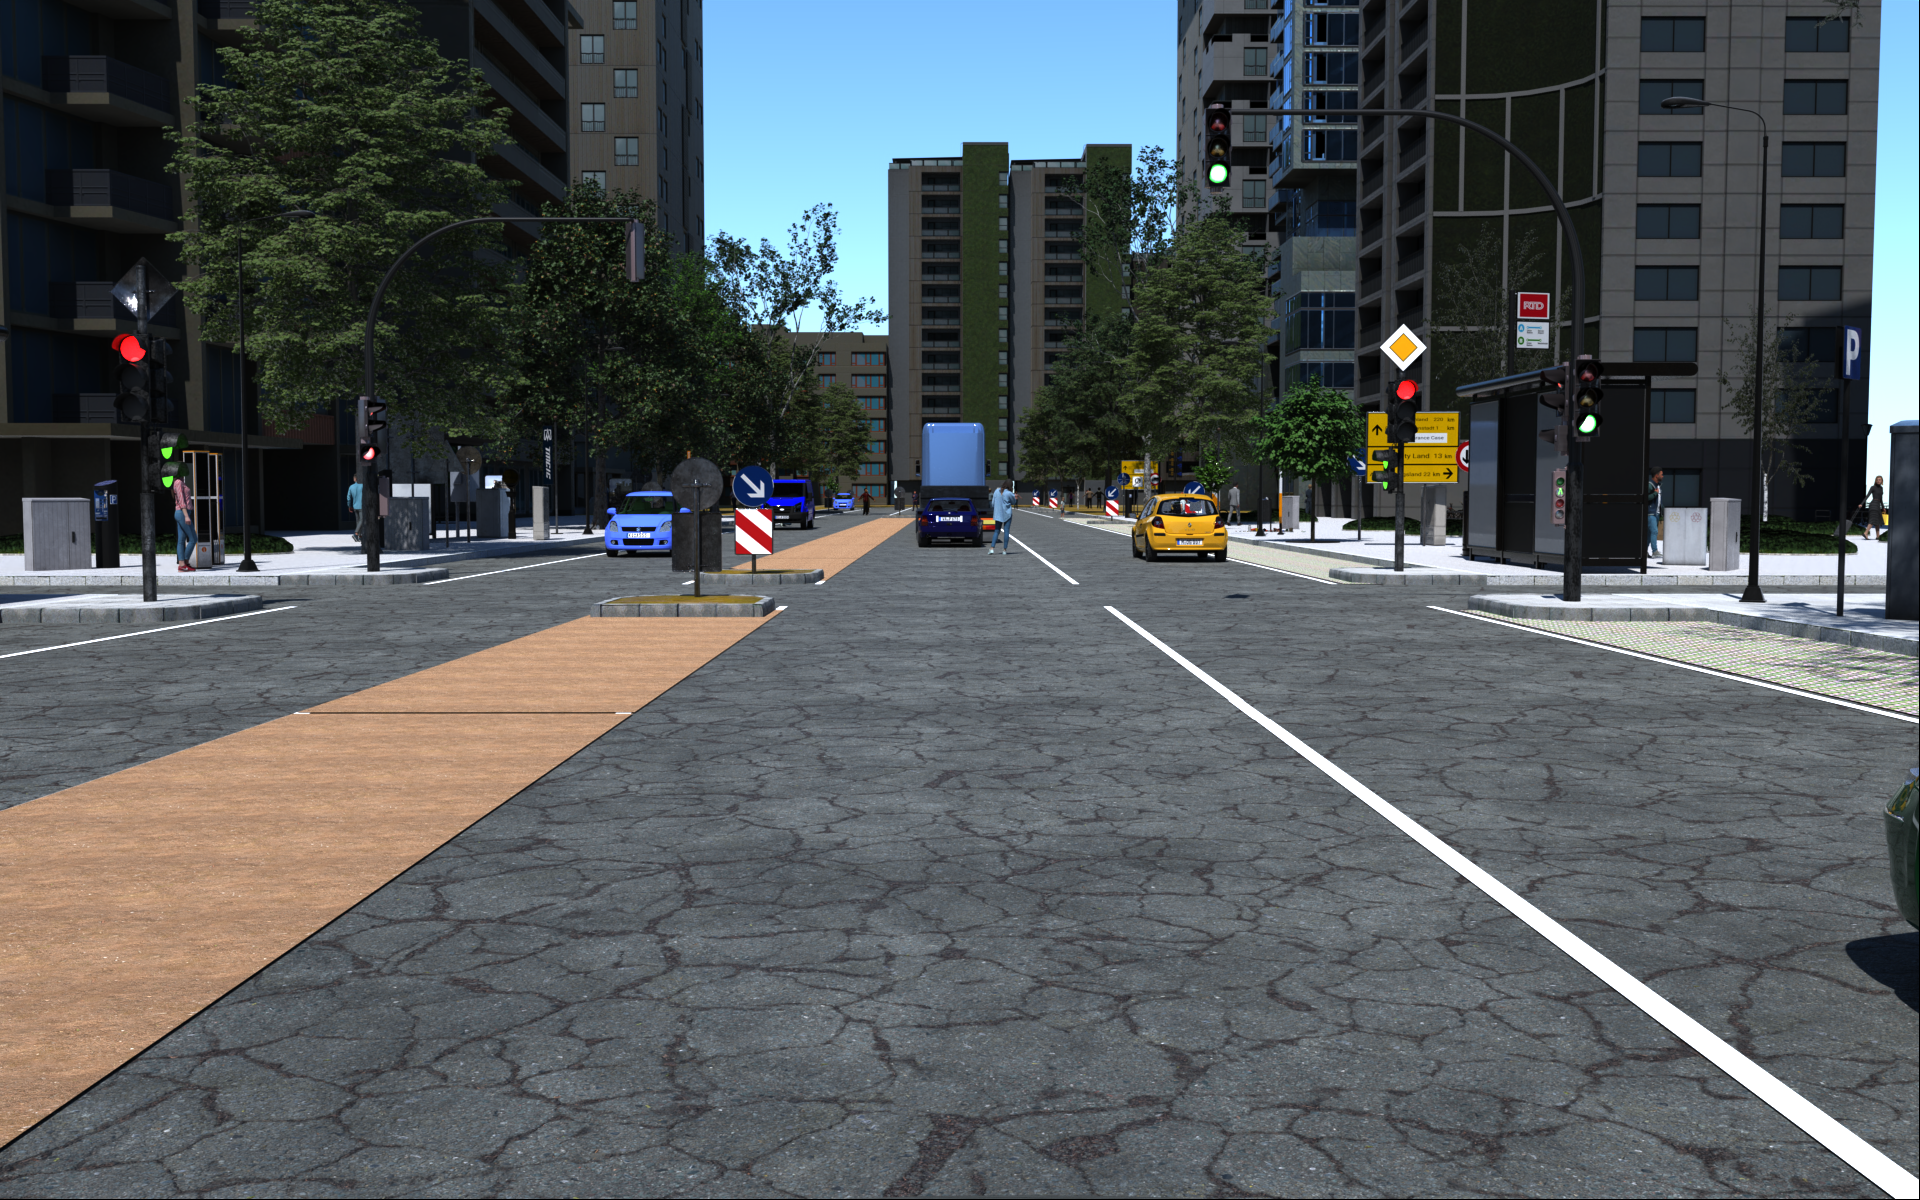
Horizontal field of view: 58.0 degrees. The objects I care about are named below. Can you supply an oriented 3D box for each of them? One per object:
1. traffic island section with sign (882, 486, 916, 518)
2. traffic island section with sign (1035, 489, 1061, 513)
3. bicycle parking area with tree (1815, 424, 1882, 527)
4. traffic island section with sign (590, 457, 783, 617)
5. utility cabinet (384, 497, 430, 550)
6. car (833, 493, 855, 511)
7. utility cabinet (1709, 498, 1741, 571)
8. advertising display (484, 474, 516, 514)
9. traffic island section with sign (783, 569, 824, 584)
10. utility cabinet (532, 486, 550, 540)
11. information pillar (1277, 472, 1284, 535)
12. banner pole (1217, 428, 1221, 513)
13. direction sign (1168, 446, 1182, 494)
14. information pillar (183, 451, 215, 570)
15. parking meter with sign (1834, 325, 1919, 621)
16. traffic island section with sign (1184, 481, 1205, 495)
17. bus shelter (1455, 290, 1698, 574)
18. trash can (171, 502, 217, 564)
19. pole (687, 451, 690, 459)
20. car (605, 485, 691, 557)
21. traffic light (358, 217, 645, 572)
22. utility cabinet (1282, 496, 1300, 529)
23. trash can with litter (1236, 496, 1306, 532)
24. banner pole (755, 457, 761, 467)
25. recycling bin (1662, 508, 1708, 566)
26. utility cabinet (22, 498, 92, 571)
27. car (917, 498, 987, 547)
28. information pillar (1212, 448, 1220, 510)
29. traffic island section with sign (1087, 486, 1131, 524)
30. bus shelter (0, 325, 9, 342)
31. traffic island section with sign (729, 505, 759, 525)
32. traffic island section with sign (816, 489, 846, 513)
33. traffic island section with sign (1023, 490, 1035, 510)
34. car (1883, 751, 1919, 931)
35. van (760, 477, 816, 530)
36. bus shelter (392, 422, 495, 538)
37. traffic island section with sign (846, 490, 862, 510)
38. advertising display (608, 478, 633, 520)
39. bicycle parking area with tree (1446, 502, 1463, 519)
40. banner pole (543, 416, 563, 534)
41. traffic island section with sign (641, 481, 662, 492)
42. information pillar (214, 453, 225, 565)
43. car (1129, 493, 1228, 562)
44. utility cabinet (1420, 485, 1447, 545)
[{"bbox_3d":[-3.631,-5.833,103.509,2.006,1.907,1.989,0,4,0],"label":"traffic island section with sign"},{"bbox_3d":[6.887,-7.462,130.630,1.989,1.847,2.006,0,4,0],"label":"traffic island section with sign"},{"bbox_3d":[39.610,-5.104,70.449,8.231,4.147,9.016,1,4,22],"label":"bicycle parking area with tree"},{"bbox_3d":[-3.282,-0.785,20.964,2.006,1.907,1.989,0,4,0],"label":"traffic island section with sign"},{"bbox_3d":[-12.693,-1.746,39.709,1.020,1.237,0.306,1,4,16],"label":"utility cabinet"},{"bbox_3d":[-10.185,-8.709,151.983,1.945,1.707,3.694,0,4,0],"label":"car"},{"bbox_3d":[12.907,-1.103,29.201,0.306,1.237,1.020,2,4,35],"label":"utility cabinet"},{"bbox_3d":[-14.762,-3.080,55.572,0.974,1.923,0.123,0,4,-7],"label":"advertising display"},{"bbox_3d":[-3.304,-1.238,28.371,2.006,1.907,1.989,0,4,0],"label":"traffic island section with sign"},{"bbox_3d":[-11.717,-2.436,48.508,0.318,1.500,1.173,0,4,-6],"label":"utility cabinet"},{"bbox_3d":[10.123,-3.868,54.593,0.183,3.616,0.504,1,4,12],"label":"information pillar"},{"bbox_3d":[9.818,-4.630,65.715,0.401,3.779,0.863,1,4,11],"label":"banner pole"},{"bbox_3d":[10.089,-5.457,81.211,0.876,3.537,0.379,-3,4,-38],"label":"direction sign"},{"bbox_3d":[-12.989,-1.530,29.512,0.304,2.012,0.304,2,4,31],"label":"information pillar"},{"bbox_3d":[9.850,-1.302,17.556,1.738,3.016,0.543,3,5,44],"label":"parking meter with sign"},{"bbox_3d":[7.200,-2.826,54.828,1.989,1.847,2.006,0,4,0],"label":"traffic island section with sign"},{"bbox_3d":[10.647,-3.316,31.851,2.179,5.291,8.768,0,4,0],"label":"bus shelter"},{"bbox_3d":[-13.425,-1.146,30.396,0.748,1.137,0.748,0,3,0],"label":"trash can"},{"bbox_3d":[-12.771,-5.370,81.649,0.158,3.312,0.155,0,3,0],"label":"pole"},{"bbox_3d":[-7.225,-1.897,40.615,1.945,1.707,3.694,0,4,-1],"label":"car"},{"bbox_3d":[-7.599,-3.298,28.598,4.771,5.953,1.251,0,4,0],"label":"traffic light"},{"bbox_3d":[12.130,-3.207,63.601,0.306,1.237,1.020,-1,4,-11],"label":"utility cabinet"},{"bbox_3d":[10.630,-2.921,58.822,2.233,1.210,1.678,3,5,39],"label":"trash can with litter"},{"bbox_3d":[-12.088,-6.941,103.500,0.401,3.779,0.863,-3,4,-39],"label":"banner pole"},{"bbox_3d":[13.161,-1.154,31.428,0.722,1.027,0.722,2,4,24],"label":"recycling bin"},{"bbox_3d":[-15.251,-1.108,29.280,0.306,1.237,1.020,2,4,32],"label":"utility cabinet"},{"bbox_3d":[-0.235,-2.160,47.893,1.945,1.354,3.894,0,4,1],"label":"car"},{"bbox_3d":[12.450,-5.674,84.124,0.504,3.616,0.183,-3,4,-38],"label":"information pillar"},{"bbox_3d":[7.086,-4.531,82.702,1.989,1.847,2.006,0,4,0],"label":"traffic island section with sign"},{"bbox_3d":[-12.793,-2.408,16.995,2.179,5.291,8.768,0,4,0],"label":"bus shelter"},{"bbox_3d":[-9.622,-4.385,80.327,1.989,1.847,2.006,0,4,0],"label":"traffic island section with sign"},{"bbox_3d":[-9.842,-7.451,130.448,1.989,1.847,2.006,0,4,0],"label":"traffic island section with sign"},{"bbox_3d":[6.769,-9.111,157.585,1.989,1.847,2.006,0,4,0],"label":"traffic island section with sign"},{"bbox_3d":[3.553,0.542,2.944,2.131,1.459,4.920,0,4,-1],"label":"car"},{"bbox_3d":[-7.043,-4.058,70.725,2.240,2.365,5.245,0,4,-1],"label":"van"},{"bbox_3d":[-14.515,-3.286,47.649,2.014,3.302,5.546,0,4,0],"label":"bus shelter"},{"bbox_3d":[-9.945,-9.133,157.946,1.989,1.847,2.006,0,4,0],"label":"traffic island section with sign"},{"bbox_3d":[-13.507,-3.901,69.000,0.974,1.923,0.123,0,4,3],"label":"advertising display"},{"bbox_3d":[22.376,-4.952,67.962,9.016,4.147,8.231,3,5,43],"label":"bicycle parking area with tree"},{"bbox_3d":[-13.125,-4.014,55.640,0.863,3.779,0.401,3,4,38],"label":"banner pole"},{"bbox_3d":[-9.517,-2.737,53.372,1.989,1.847,2.006,0,4,0],"label":"traffic island section with sign"},{"bbox_3d":[-13.483,-1.636,31.245,0.304,2.012,0.304,0,4,-8],"label":"information pillar"},{"bbox_3d":[4.759,-1.694,37.914,2.015,1.641,3.980,0,4,0],"label":"car"},{"bbox_3d":[11.860,-2.127,43.448,0.318,1.500,1.173,0,4,-2],"label":"utility cabinet"}]
